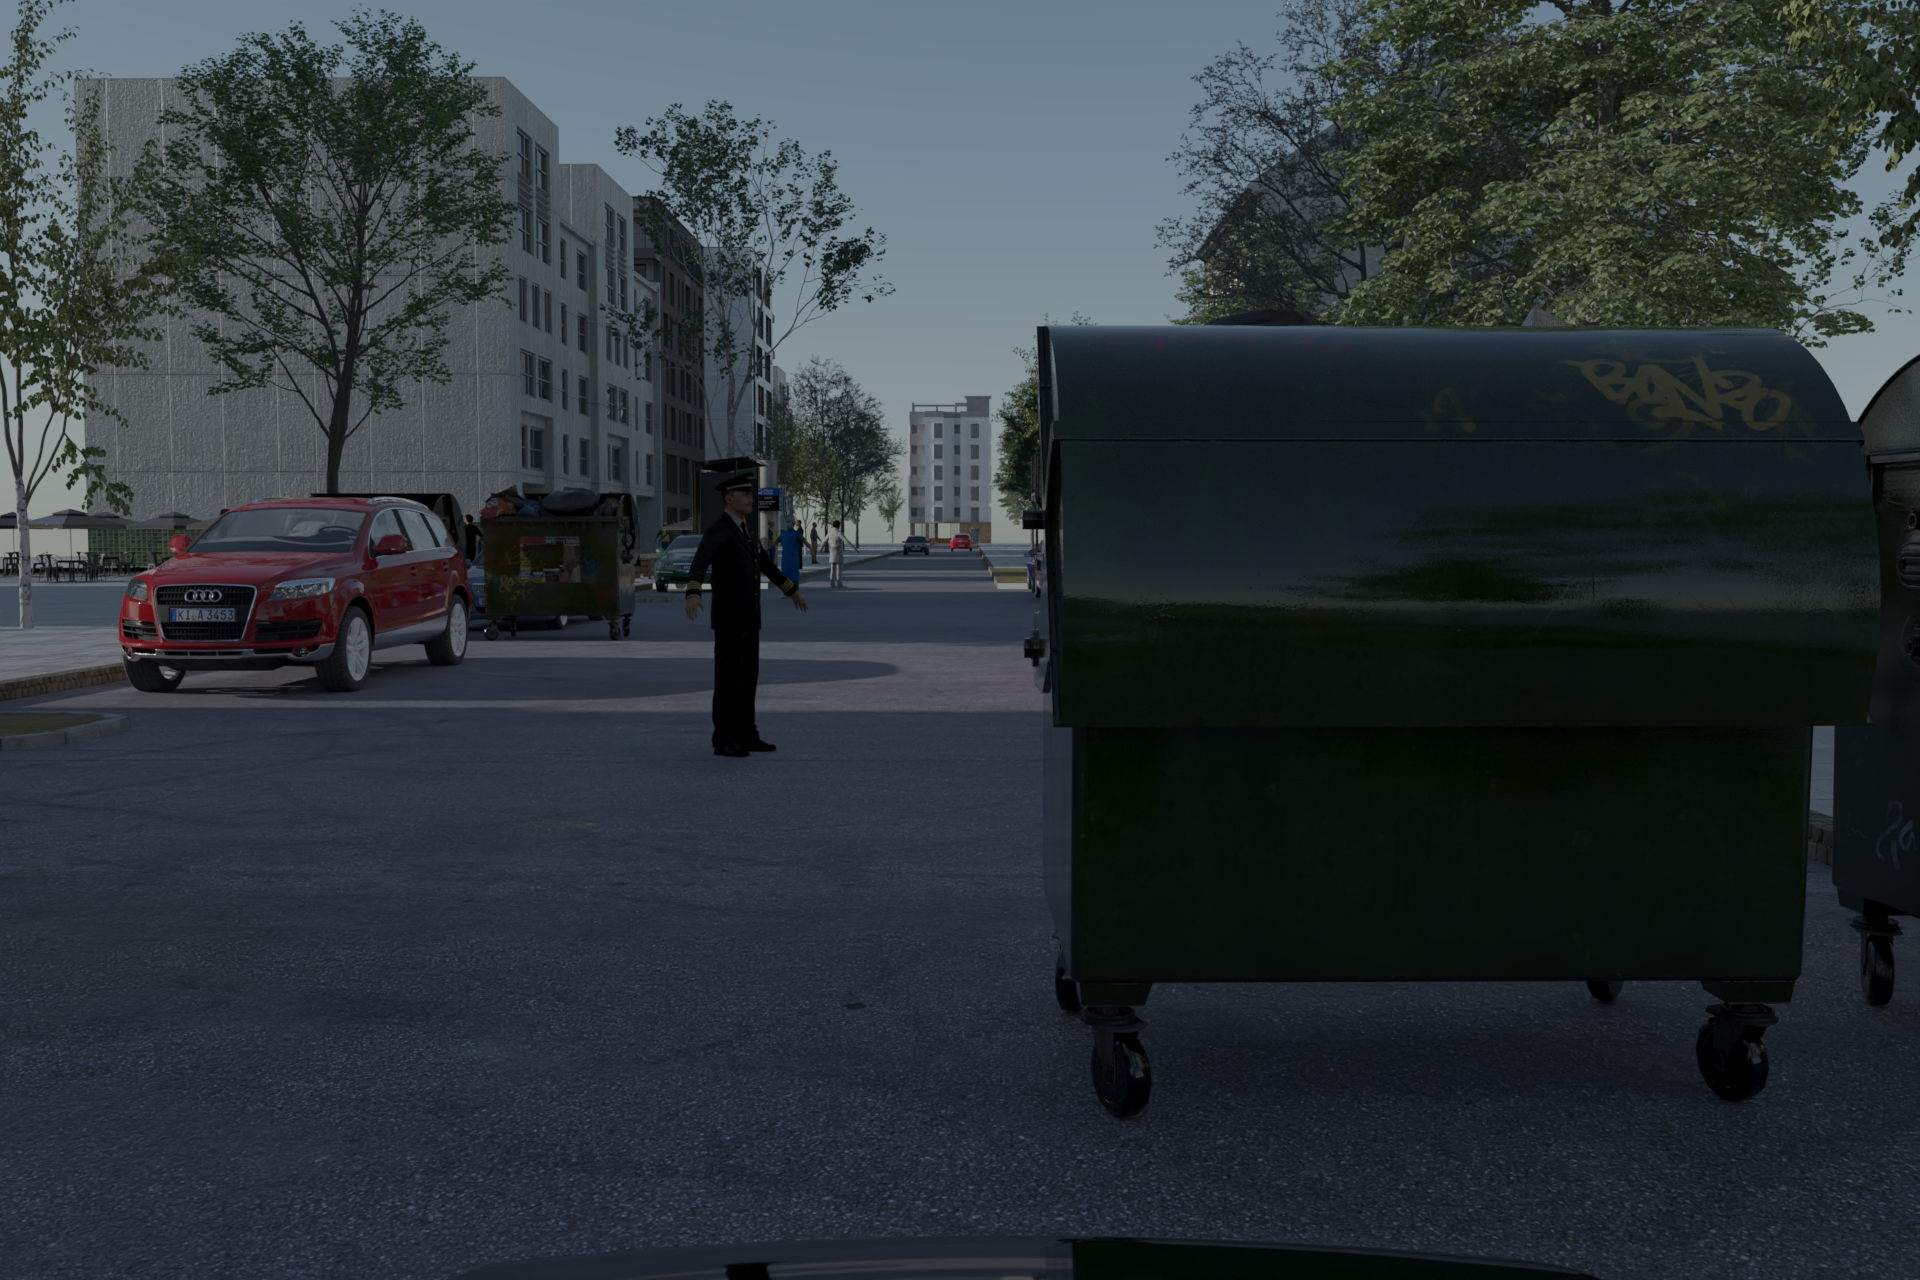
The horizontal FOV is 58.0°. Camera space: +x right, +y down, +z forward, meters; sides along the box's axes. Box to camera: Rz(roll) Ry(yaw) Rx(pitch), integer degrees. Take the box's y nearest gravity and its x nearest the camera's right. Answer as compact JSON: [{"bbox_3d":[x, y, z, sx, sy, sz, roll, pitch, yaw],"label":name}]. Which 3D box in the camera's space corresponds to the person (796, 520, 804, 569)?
[{"bbox_3d":[-5.867,-3.467,62.914,0.704,1.802,1.346,0,4,4],"label":"person"}]

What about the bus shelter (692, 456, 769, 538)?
[{"bbox_3d":[-7.246,-3.912,55.249,1.731,3.624,6.357,0,4,0],"label":"bus shelter"}]

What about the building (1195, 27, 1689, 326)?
[{"bbox_3d":[22.253,-15.477,83.985,19.493,23.208,18.063,0,4,1],"label":"building"}]

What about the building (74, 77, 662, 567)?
[{"bbox_3d":[-25.676,-13.256,83.190,16.747,18.905,31.486,0,4,1],"label":"building"}]

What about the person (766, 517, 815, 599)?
[{"bbox_3d":[-3.759,-1.815,38.256,1.347,1.817,0.704,2,4,25],"label":"person"}]

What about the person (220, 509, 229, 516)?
[{"bbox_3d":[-13.972,-1.595,32.646,0.750,1.759,0.617,0,4,3],"label":"person"}]

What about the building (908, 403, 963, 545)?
[{"bbox_3d":[-6.851,-23.415,241.709,11.380,20.090,16.016,1,4,10],"label":"building"}]

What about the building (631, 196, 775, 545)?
[{"bbox_3d":[-28.735,-16.969,121.423,27.936,21.610,32.646,0,4,1],"label":"building"}]

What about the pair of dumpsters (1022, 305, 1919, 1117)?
[{"bbox_3d":[2.387,0.011,4.771,4.436,2.255,1.574,0,4,-1],"label":"pair of dumpsters"}]

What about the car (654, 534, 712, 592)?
[{"bbox_3d":[-6.633,-2.001,44.519,2.131,1.459,4.920,0,4,0],"label":"car"}]

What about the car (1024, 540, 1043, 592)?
[{"bbox_3d":[2.612,-1.912,43.842,1.945,1.354,3.894,0,3,0],"label":"car"}]

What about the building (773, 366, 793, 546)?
[{"bbox_3d":[-27.465,-19.302,182.049,16.747,18.905,31.486,0,3,0],"label":"building"}]

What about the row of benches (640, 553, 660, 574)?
[{"bbox_3d":[-10.012,-2.440,55.359,1.422,0.672,4.104,0,3,0],"label":"row of benches"}]

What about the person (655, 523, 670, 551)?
[{"bbox_3d":[-14.130,-4.716,83.082,0.705,1.833,1.349,3,5,43],"label":"person"}]

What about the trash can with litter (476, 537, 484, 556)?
[{"bbox_3d":[-10.179,-1.632,37.738,1.678,1.210,2.233,0,4,0],"label":"trash can with litter"}]

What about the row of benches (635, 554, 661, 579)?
[{"bbox_3d":[-9.131,-2.181,51.118,1.422,0.672,4.104,0,4,-1],"label":"row of benches"}]

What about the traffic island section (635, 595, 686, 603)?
[{"bbox_3d":[-6.908,-0.880,37.256,1.991,0.108,1.994,0,4,1],"label":"traffic island section"}]

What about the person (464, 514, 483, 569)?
[{"bbox_3d":[-13.029,-2.431,45.935,0.705,1.806,1.347,2,4,33],"label":"person"}]

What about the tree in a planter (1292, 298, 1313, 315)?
[{"bbox_3d":[2.644,-0.976,13.186,1.991,3.239,1.994,0,4,1],"label":"tree in a planter"}]

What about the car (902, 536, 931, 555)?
[{"bbox_3d":[-2.977,-6.459,118.192,1.945,1.354,3.894,0,4,0],"label":"car"}]

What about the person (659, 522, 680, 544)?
[{"bbox_3d":[-12.578,-4.280,76.112,1.348,1.813,0.705,-2,4,-30],"label":"person"}]

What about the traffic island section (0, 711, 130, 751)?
[{"bbox_3d":[-7.071,0.652,12.205,1.991,0.108,1.994,0,3,0],"label":"traffic island section"}]

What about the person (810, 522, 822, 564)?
[{"bbox_3d":[-6.249,-4.184,74.682,0.705,1.796,1.348,1,4,13],"label":"person"}]

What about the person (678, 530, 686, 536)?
[{"bbox_3d":[-10.314,-3.491,63.805,0.721,1.740,1.216,0,4,-1],"label":"person"}]

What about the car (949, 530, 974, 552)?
[{"bbox_3d":[0.122,-8.208,143.245,2.155,1.783,4.494,0,3,0],"label":"car"}]

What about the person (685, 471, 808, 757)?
[{"bbox_3d":[-1.430,-0.177,11.287,0.705,1.837,1.347,2,4,26],"label":"person"}]

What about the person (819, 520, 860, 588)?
[{"bbox_3d":[-3.264,-2.294,46.145,1.347,1.806,0.705,2,4,35],"label":"person"}]

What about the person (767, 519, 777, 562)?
[{"bbox_3d":[-5.946,-2.999,55.500,0.721,1.772,1.216,0,4,-1],"label":"person"}]

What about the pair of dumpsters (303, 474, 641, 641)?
[{"bbox_3d":[-6.677,-1.144,23.650,4.436,2.255,1.574,0,4,0],"label":"pair of dumpsters"}]

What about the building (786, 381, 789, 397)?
[{"bbox_3d":[-26.193,-21.168,202.518,16.016,20.090,11.380,0,4,1],"label":"building"}]

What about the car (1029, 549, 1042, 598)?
[{"bbox_3d":[2.594,-1.756,37.753,2.155,1.783,4.494,0,4,-1],"label":"car"}]
